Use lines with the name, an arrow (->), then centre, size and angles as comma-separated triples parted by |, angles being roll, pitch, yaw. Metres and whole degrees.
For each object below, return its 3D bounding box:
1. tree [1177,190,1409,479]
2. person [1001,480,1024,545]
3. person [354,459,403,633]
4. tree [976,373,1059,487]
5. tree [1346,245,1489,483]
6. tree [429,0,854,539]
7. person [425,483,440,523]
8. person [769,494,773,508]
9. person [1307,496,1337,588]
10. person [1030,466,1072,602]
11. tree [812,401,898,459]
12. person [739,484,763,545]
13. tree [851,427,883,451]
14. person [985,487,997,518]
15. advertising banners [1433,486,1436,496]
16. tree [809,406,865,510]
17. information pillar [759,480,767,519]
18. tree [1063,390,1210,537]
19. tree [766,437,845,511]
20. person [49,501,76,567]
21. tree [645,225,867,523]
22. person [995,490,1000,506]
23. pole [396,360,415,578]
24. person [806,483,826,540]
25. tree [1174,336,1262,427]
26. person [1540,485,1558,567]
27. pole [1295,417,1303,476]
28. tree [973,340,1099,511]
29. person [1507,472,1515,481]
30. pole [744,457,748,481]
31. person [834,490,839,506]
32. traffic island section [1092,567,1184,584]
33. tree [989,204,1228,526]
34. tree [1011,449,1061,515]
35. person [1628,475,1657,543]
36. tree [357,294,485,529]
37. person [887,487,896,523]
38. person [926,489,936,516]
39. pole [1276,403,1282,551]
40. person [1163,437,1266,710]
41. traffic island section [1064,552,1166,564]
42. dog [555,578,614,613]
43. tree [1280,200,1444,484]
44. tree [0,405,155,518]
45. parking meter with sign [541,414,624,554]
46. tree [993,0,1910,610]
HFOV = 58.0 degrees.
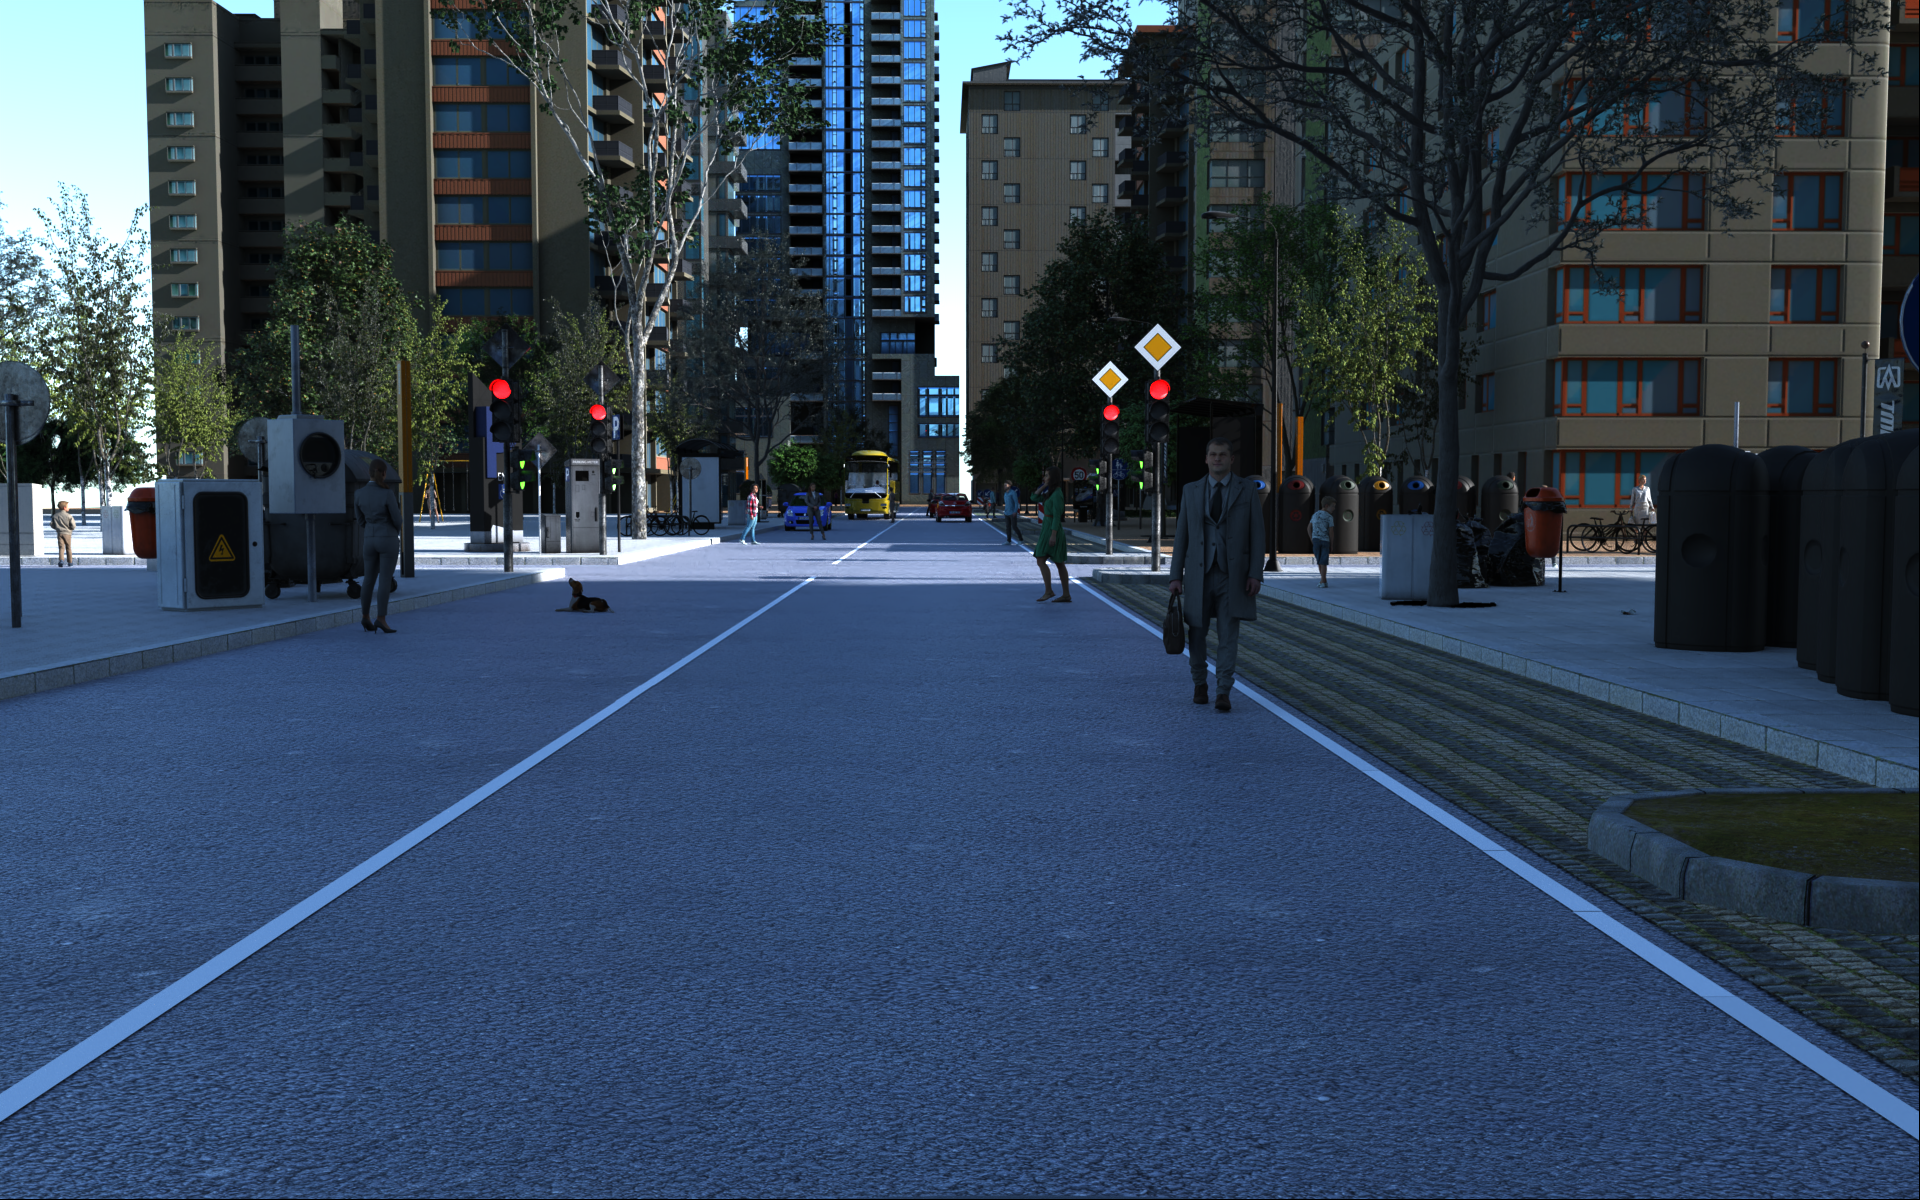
tree -> 11.189, -8.109, 58.335 | 9.928, 11.665, 9.643 | 0, 3, 0
person -> 1.493, -2.459, 48.730 | 0.620, 1.820, 0.660 | -2, 4, -34
person -> -5.983, -0.560, 17.933 | 0.520, 1.790, 0.573 | 0, 4, 0
tree -> 4.949, -13.430, 145.343 | 9.928, 11.665, 9.643 | 0, 3, 0
tree -> 13.905, -6.212, 51.922 | 4.360, 8.622, 3.978 | 0, 3, 0
tree -> -7.667, -11.806, 48.919 | 12.611, 20.169, 13.585 | 0, 3, 0
person -> -23.511, -4.329, 77.169 | 0.599, 1.781, 0.374 | -1, 4, -12
person -> -17.249, -9.193, 157.009 | 0.551, 1.740, 0.621 | 0, 4, -6
person -> 4.965, -0.797, 23.756 | 0.352, 1.250, 0.332 | -1, 4, -18
person -> 1.239, -0.860, 22.806 | 0.529, 1.795, 0.600 | -1, 4, -16
tree -> -10.415, -14.566, 172.565 | 8.767, 10.594, 7.601 | -1, 4, -9
person -> -5.924, -2.433, 49.123 | 0.643, 1.720, 0.563 | 0, 4, 6
tree -> -9.924, -14.439, 186.431 | 4.360, 8.622, 3.978 | 0, 3, 0
person -> 1.865, -5.729, 102.035 | 0.748, 1.841, 0.638 | 0, 4, -1
advertising banners -> 7.687, -1.914, 27.482 | 0.090, 3.025, 2.074 | 1, 4, 23
tree -> -10.117, -11.824, 143.691 | 4.737, 8.622, 4.395 | 0, 3, 0
information pillar -> -9.986, -5.083, 87.594 | 0.304, 2.012, 0.304 | -3, 4, -38
tree -> 6.199, -4.183, 52.110 | 4.285, 4.588, 4.351 | 0, 3, 0
tree -> -9.628, -7.073, 99.358 | 4.285, 4.588, 4.351 | 0, 3, 0
person -> -17.614, -1.299, 34.013 | 0.475, 1.303, 0.640 | -1, 4, -20
tree -> -9.123, -10.272, 78.312 | 12.009, 13.543, 11.850 | 0, 3, 0
person -> 4.028, -10.815, 183.789 | 0.530, 1.710, 0.541 | -1, 4, -16
pole -> -8.510, -2.002, 26.576 | 0.158, 3.312, 0.155 | 0, 3, 0
person -> -4.527, -2.786, 54.324 | 0.520, 1.790, 0.573 | -3, 5, -39
tree -> 11.145, -7.808, 78.030 | 4.737, 8.622, 4.395 | 0, 3, 0
person -> 11.026, -1.371, 32.721 | 0.589, 1.601, 0.330 | 3, 4, 36
pole -> 8.938, -3.170, 45.679 | 0.158, 3.312, 0.155 | 0, 3, 0
tree -> 5.486, -9.993, 97.806 | 8.767, 10.594, 7.601 | 0, 4, -3
person -> 13.685, -2.302, 43.526 | 0.795, 1.843, 0.661 | 0, 4, 3
pole -> -11.892, -6.276, 96.453 | 0.158, 3.312, 0.155 | 0, 3, 0
person -> -13.243, -10.972, 186.125 | 0.721, 1.739, 1.217 | 1, 4, 18
traffic island section -> 3.269, -0.394, 28.716 | 2.009, 0.180, 2.903 | 0, 4, -1
tree -> 5.760, -9.271, 68.595 | 9.611, 12.733, 9.660 | 0, 3, 0
tree -> 4.644, -7.419, 105.011 | 4.285, 4.588, 4.351 | 0, 3, 0
person -> 17.808, -2.373, 45.193 | 0.694, 1.780, 0.624 | 1, 4, 21
tree -> -19.475, -6.883, 62.903 | 4.737, 8.622, 4.395 | 0, 3, 0
person -> -3.414, -4.738, 86.302 | 0.374, 1.781, 0.599 | 2, 4, 27
person -> -1.794, -6.313, 112.109 | 0.834, 1.777, 0.661 | 0, 4, -1
pole -> 7.167, -2.765, 39.044 | 0.158, 3.312, 0.155 | 0, 3, 0
person -> 1.694, -0.185, 11.626 | 0.694, 1.812, 0.767 | 1, 4, 16
traffic island section -> 3.182, -0.882, 36.700 | 2.009, 0.180, 2.903 | 0, 4, -1
dog -> -4.554, -0.052, 21.046 | 0.550, 0.427, 0.748 | -2, 4, -34
tree -> 10.159, -5.656, 42.831 | 4.737, 8.622, 4.395 | 0, 3, 0
tree -> -53.537, -8.422, 100.598 | 20.602, 7.101, 11.467 | 2, 4, 34
parking meter with sign -> -8.249, -2.539, 37.769 | 1.738, 3.016, 0.543 | -2, 4, -29
tree -> 5.558, -6.661, 19.284 | 12.009, 13.543, 11.850 | 0, 3, 0
